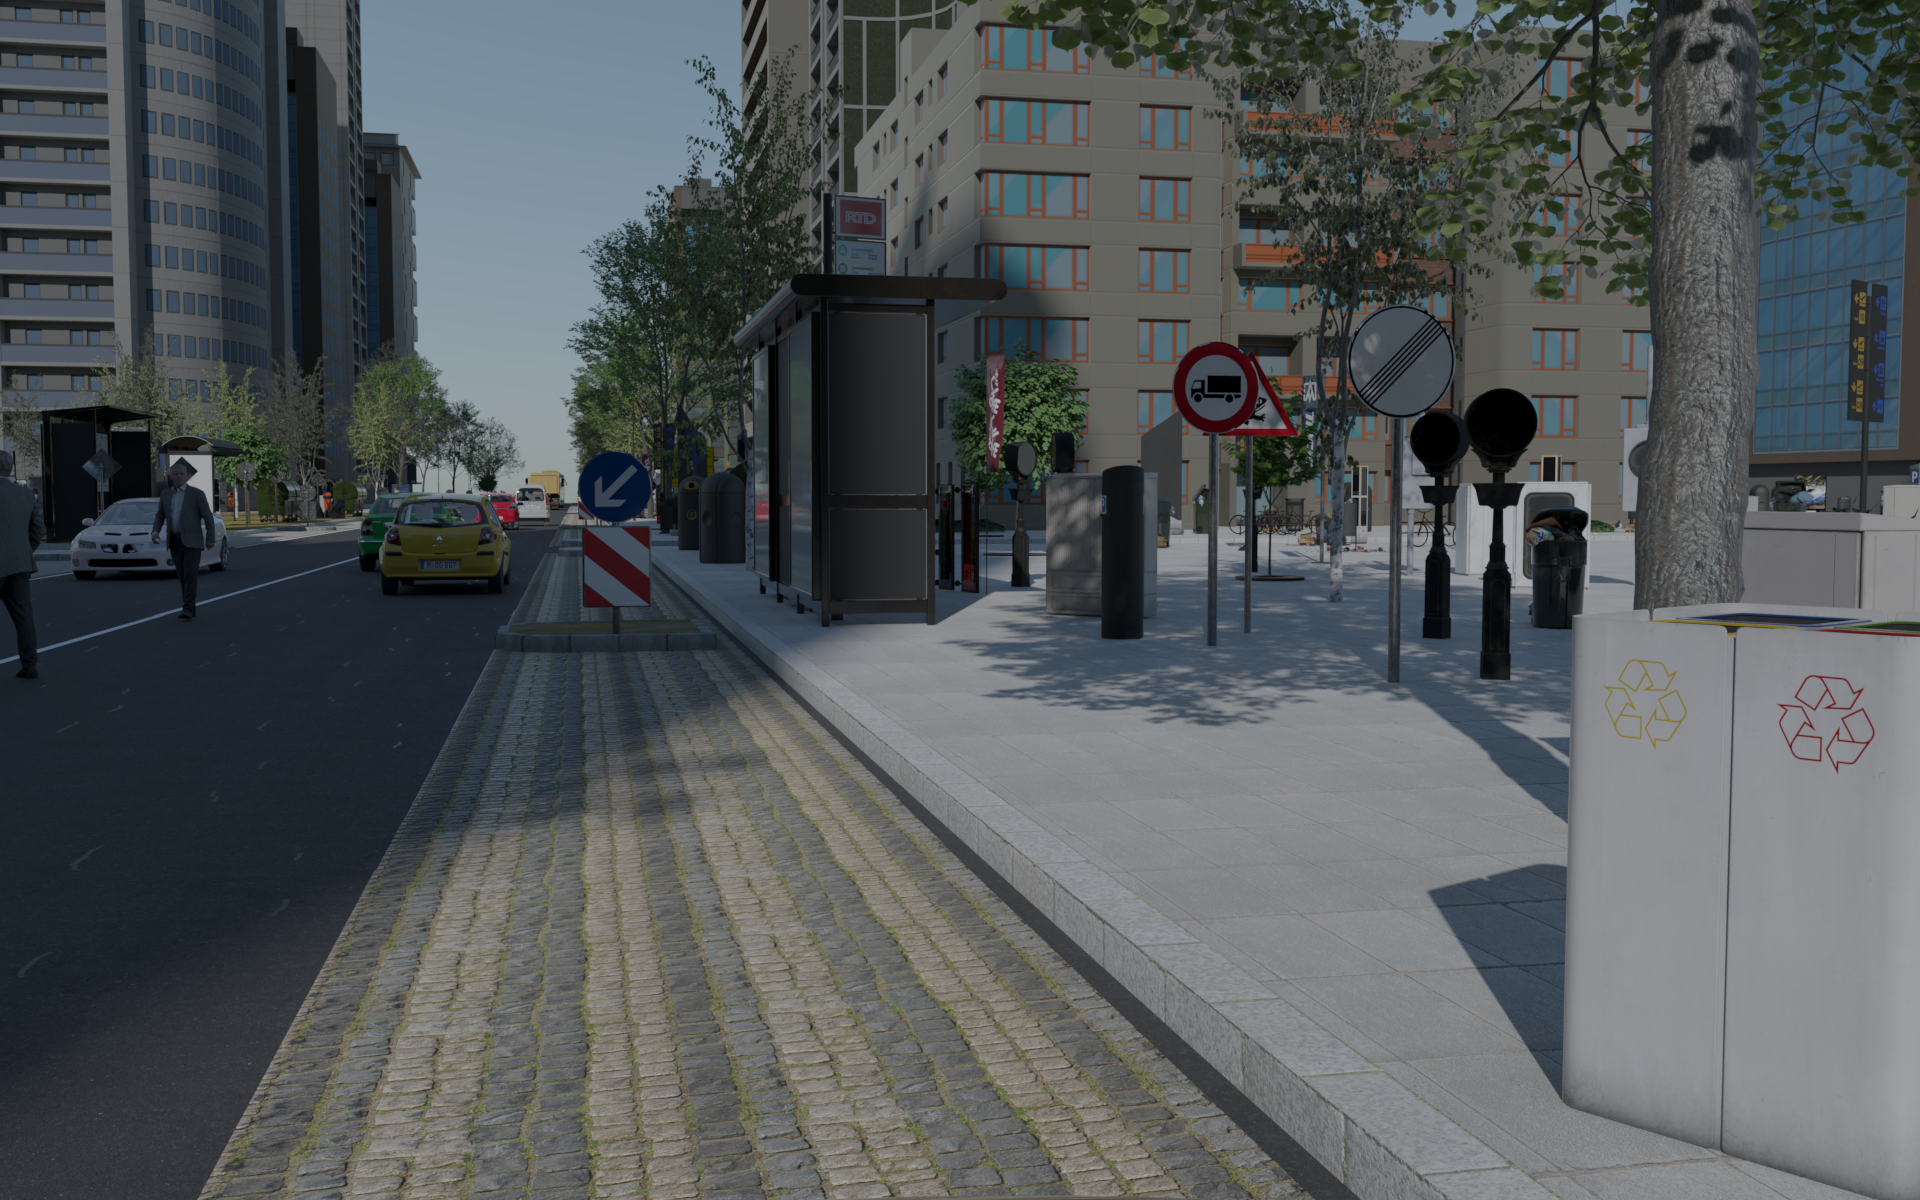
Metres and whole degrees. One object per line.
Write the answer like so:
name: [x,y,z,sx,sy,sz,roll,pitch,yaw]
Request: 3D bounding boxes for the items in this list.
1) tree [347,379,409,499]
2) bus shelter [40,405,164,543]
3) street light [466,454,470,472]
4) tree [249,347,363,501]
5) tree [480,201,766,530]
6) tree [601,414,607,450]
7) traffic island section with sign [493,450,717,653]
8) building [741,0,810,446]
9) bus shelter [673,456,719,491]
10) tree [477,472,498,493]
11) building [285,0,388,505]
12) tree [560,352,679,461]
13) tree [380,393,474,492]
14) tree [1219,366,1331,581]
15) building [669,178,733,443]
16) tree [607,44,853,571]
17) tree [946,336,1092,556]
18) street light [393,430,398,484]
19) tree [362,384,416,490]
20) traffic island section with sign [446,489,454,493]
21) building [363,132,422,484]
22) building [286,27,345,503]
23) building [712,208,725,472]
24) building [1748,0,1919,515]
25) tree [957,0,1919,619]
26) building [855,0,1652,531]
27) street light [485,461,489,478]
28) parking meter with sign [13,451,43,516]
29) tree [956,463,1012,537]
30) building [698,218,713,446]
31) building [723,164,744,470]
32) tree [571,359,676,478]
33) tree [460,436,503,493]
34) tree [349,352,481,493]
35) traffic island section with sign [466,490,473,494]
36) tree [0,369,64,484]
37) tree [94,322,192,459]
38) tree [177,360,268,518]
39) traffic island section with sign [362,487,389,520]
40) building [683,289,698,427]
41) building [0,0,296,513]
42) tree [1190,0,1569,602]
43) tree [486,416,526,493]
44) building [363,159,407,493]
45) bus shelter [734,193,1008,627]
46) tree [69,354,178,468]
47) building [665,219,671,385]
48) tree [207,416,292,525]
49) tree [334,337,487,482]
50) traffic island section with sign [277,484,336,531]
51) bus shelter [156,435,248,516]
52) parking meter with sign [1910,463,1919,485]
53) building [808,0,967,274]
tree: [-37.424,-9.823,110.966,4.737,8.622,4.395,0,3,0]
bus shelter: [-23.878,-3.497,48.464,1.731,3.624,6.357,-1,4,-12]
street light: [-57.218,-14.007,201.806,0.468,5.910,1.993,-1,4,-12]
tree: [-32.696,-8.303,86.118,4.360,8.622,3.978,0,3,0]
tree: [-10.415,-8.319,61.772,9.928,11.665,9.643,0,3,0]
tree: [-20.616,-9.648,108.107,4.737,8.622,4.395,0,3,0]
traffic island section with sign: [-3.406,-0.483,16.518,1.989,1.847,2.006,-1,4,-12]
building: [-5.653,-31.448,137.869,21.300,48.544,21.600,-1,4,-12]
bus shelter: [-12.374,-5.273,80.144,2.014,3.302,5.546,-1,4,-12]
tree: [-69.605,-16.601,255.136,4.285,4.588,4.351,0,3,0]
building: [-83.029,-47.541,215.539,20.563,71.187,20.611,-1,4,-12]
tree: [-26.232,-13.975,135.148,9.857,13.997,8.962,0,3,0]
tree: [-46.467,-13.155,149.492,8.767,10.594,7.601,-1,4,-23]
tree: [4.520,-1.905,25.745,1.663,3.219,1.824,0,3,0]
building: [-33.746,-36.429,245.717,14.600,45.320,14.200,-1,4,-12]
tree: [-3.579,-4.798,28.815,4.737,8.622,4.395,0,3,0]
tree: [1.177,-3.207,36.141,4.285,4.588,4.351,0,3,0]
street light: [-39.407,-9.063,120.972,0.468,5.910,1.993,-1,4,-12]
tree: [-38.780,-10.151,116.326,4.360,8.622,3.978,0,3,0]
traffic island section with sign: [-42.338,-8.273,143.893,1.989,1.847,2.006,-1,4,-12]
building: [-94.333,-40.636,253.642,28.713,52.752,27.495,-1,4,-12]
building: [-68.925,-31.784,169.779,14.600,45.320,14.200,-1,4,-12]
building: [-16.164,-24.290,168.834,14.160,30.474,14.107,-1,4,-12]
building: [45.038,-26.144,77.569,14.200,45.320,14.600,-1,4,-12]
tree: [2.154,-5.317,5.064,7.486,12.596,7.792,0,3,0]
building: [11.835,-14.154,76.458,28.899,21.520,27.650,-1,4,-12]
street light: [-65.460,-16.319,239.598,0.468,5.910,1.993,-1,4,-12]
parking meter with sign: [-37.628,-4.555,70.735,1.738,3.016,0.543,-2,4,-24]
tree: [0.854,-3.498,51.787,1.663,3.219,1.824,0,3,0]
building: [-19.694,-25.137,182.693,14.160,30.474,14.107,-1,4,-12]
building: [-13.143,-23.448,155.080,14.160,30.474,14.107,-1,4,-12]
tree: [-22.430,-11.077,115.523,7.601,10.594,8.767,0,4,-3]
tree: [-57.984,-15.648,206.208,4.737,8.622,4.395,0,3,0]
tree: [-40.691,-12.259,126.187,9.928,11.665,9.643,0,3,0]
traffic island section with sign: [-48.155,-9.883,170.216,1.989,1.847,2.006,-1,4,-12]
tree: [-55.576,-9.355,103.321,4.360,8.622,3.978,0,3,0]
tree: [-35.384,-7.603,74.666,4.360,8.622,3.978,0,3,0]
tree: [-39.429,-8.792,94.106,4.737,8.622,4.395,0,3,0]
traffic island section with sign: [-31.305,-5.221,93.986,1.989,1.847,2.006,-1,4,-12]
building: [-30.055,-28.160,232.120,14.160,30.474,14.107,-1,4,-12]
building: [-62.729,-35.795,127.243,21.231,58.520,28.212,-1,4,-12]
tree: [4.702,-4.282,20.367,4.360,8.622,3.978,0,3,0]
tree: [-73.104,-21.972,269.607,12.009,13.543,11.850,0,3,0]
building: [-83.078,-35.736,234.398,14.600,45.320,14.200,-1,4,-12]
bus shelter: [-1.488,-2.645,20.871,2.179,5.291,8.768,-1,4,-13]
tree: [-43.985,-8.566,90.417,4.737,8.622,4.395,0,3,0]
building: [-34.229,-37.509,267.897,22.147,44.769,28.867,-1,4,-12]
tree: [-29.838,-5.423,72.384,4.285,4.588,4.351,0,3,0]
tree: [-44.111,-13.808,136.129,12.009,13.543,11.850,0,3,0]
traffic island section with sign: [-25.494,-3.611,67.662,1.989,1.847,2.006,-1,4,-12]
bus shelter: [-27.088,-4.173,62.146,2.014,3.302,5.546,-1,4,-12]
parking meter with sign: [24.153,-2.876,43.284,1.738,3.016,0.543,0,4,-2]
building: [-0.617,-41.288,113.315,20.563,71.187,20.611,-1,4,-12]
